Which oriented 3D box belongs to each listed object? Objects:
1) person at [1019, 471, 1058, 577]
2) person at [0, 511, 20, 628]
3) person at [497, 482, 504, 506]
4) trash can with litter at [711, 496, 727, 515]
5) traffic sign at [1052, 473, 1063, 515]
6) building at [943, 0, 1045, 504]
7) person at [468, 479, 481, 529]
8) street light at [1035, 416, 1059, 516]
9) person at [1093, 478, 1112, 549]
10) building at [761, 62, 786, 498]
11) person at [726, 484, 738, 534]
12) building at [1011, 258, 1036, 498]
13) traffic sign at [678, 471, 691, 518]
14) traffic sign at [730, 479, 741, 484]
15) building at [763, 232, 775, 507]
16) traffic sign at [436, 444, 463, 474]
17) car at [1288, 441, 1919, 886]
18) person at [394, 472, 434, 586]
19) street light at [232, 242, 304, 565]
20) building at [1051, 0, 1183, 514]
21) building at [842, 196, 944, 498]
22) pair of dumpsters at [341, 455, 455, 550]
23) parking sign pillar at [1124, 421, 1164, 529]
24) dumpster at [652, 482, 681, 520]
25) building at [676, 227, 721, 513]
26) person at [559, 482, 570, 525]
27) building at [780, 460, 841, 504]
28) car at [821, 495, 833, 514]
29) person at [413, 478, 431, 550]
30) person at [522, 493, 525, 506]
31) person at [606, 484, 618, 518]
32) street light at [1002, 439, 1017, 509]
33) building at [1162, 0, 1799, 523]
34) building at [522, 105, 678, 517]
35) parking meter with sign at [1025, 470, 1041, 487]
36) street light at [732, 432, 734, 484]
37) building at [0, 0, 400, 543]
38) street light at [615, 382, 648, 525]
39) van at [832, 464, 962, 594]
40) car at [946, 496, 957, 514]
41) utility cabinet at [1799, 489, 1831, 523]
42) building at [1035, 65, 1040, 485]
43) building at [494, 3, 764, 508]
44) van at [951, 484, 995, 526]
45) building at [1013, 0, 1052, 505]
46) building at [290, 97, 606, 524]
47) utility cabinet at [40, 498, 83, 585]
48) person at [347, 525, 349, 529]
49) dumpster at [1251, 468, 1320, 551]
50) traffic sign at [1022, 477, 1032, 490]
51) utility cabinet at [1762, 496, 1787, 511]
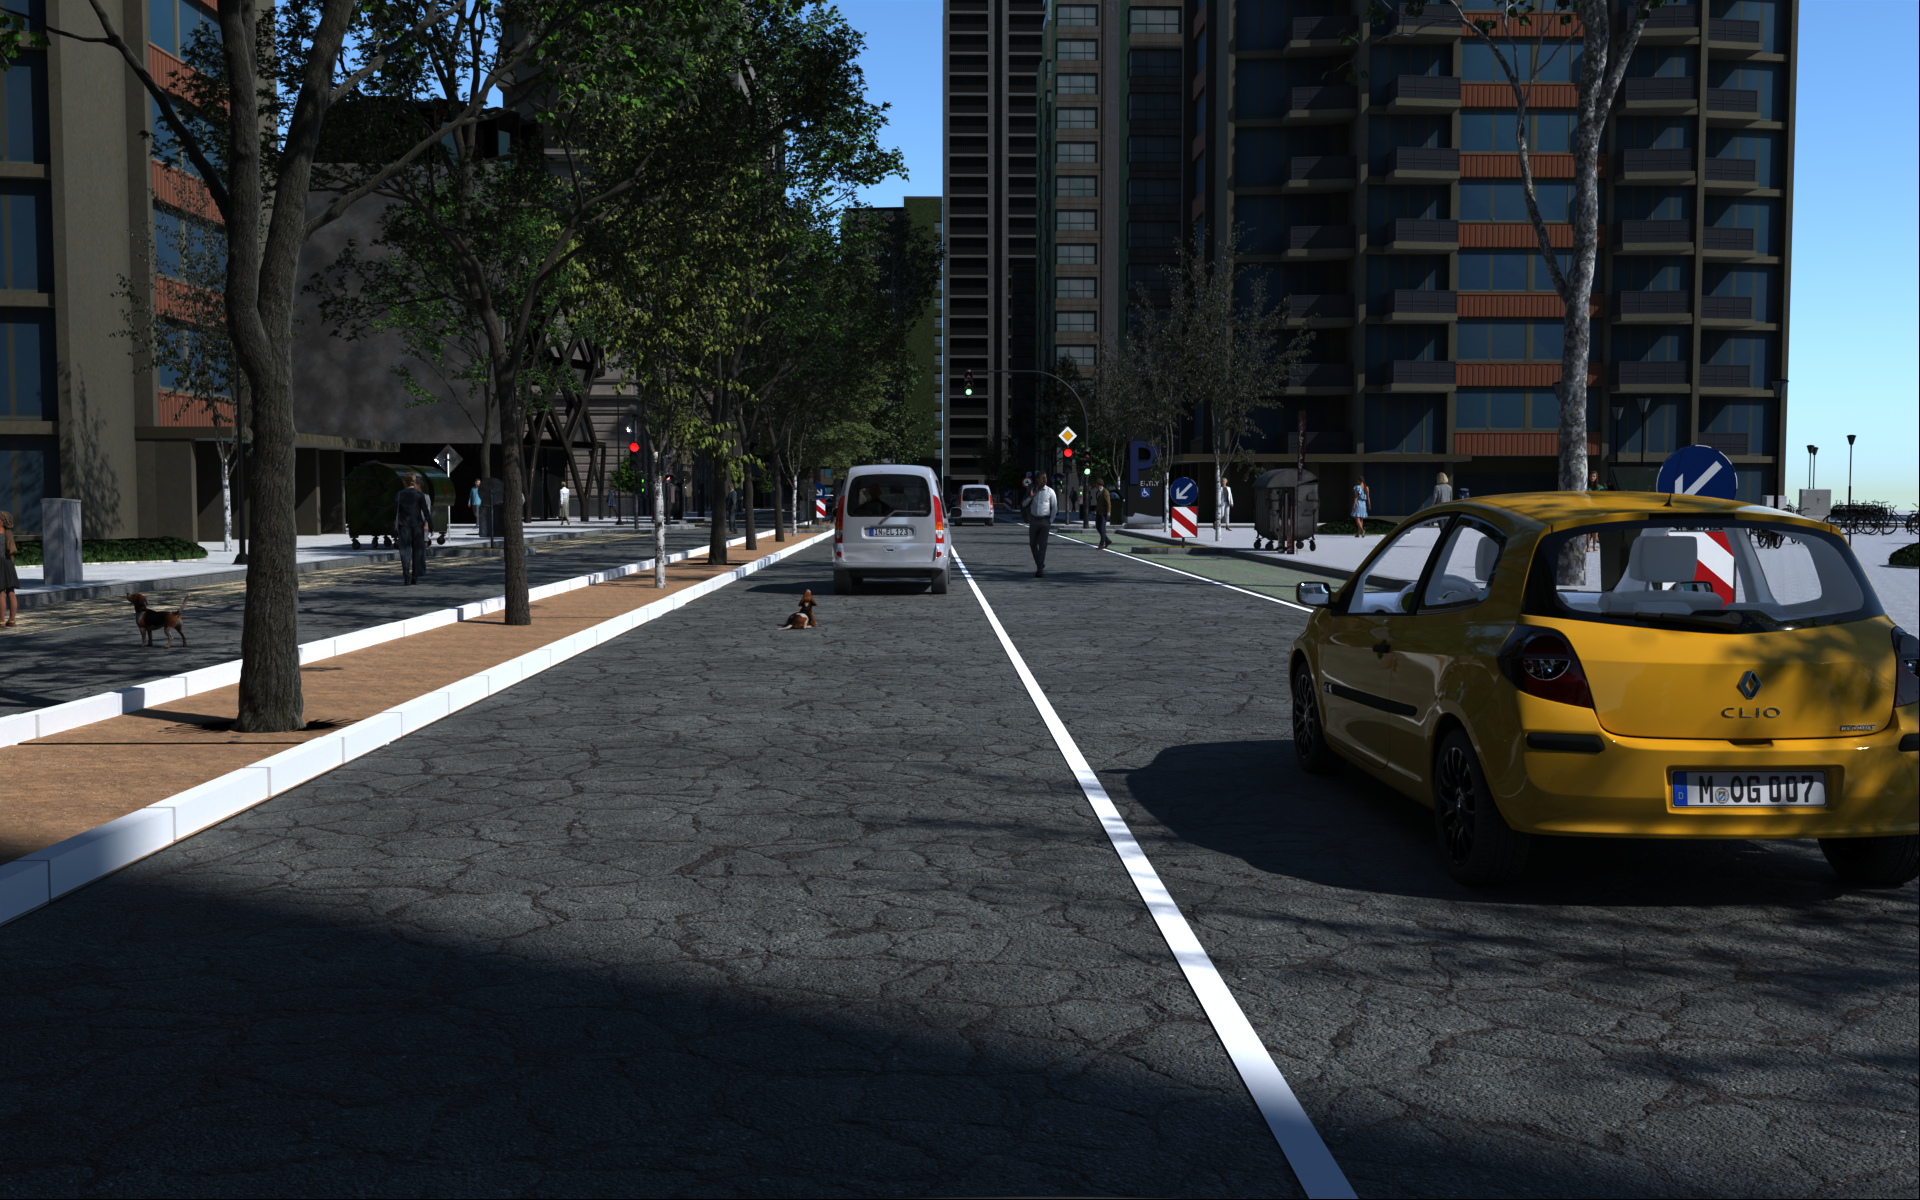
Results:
[{"bbox_3d":[1.359,-1.316,30.110,0.679,1.850,0.850,1,4,15],"label":"person"},{"bbox_3d":[-10.255,-0.325,18.478,0.373,1.253,0.362,1,4,21],"label":"person"},{"bbox_3d":[-15.942,-3.329,60.815,0.721,1.781,0.623,0,4,8],"label":"person"},{"bbox_3d":[-14.798,-5.842,106.910,1.055,1.170,0.624,-3,5,-41],"label":"trash can with litter"},{"bbox_3d":[5.929,-6.406,104.851,0.768,2.556,0.104,0,4,2],"label":"traffic sign"},{"bbox_3d":[7.881,-49.207,242.785,20.611,71.187,20.563,0,4,-1],"label":"building"},{"bbox_3d":[-17.649,-3.525,63.536,0.638,1.841,0.748,2,4,28],"label":"person"},{"bbox_3d":[5.177,-7.981,103.038,1.470,5.913,1.316,0,4,-1],"label":"street light"},{"bbox_3d":[3.692,-2.243,45.087,0.656,1.842,0.836,2,4,33],"label":"person"},{"bbox_3d":[-34.388,-37.550,203.187,27.495,52.752,28.713,0,4,-1],"label":"building"},{"bbox_3d":[-8.296,-3.284,62.374,0.590,1.801,0.661,-1,4,-19],"label":"person"},{"bbox_3d":[13.178,-27.000,213.143,14.160,30.474,14.107,0,4,-1],"label":"building"},{"bbox_3d":[-14.989,-5.756,94.224,0.768,2.556,0.104,0,4,6],"label":"traffic sign"},{"bbox_3d":[-15.466,-7.316,119.343,0.795,2.593,0.064,0,4,7],"label":"traffic sign"},{"bbox_3d":[-26.466,-24.663,174.947,14.160,30.474,14.107,0,4,-1],"label":"building"},{"bbox_3d":[-13.486,-2.809,45.654,0.795,2.593,0.064,0,4,6],"label":"traffic sign"},{"bbox_3d":[2.629,0.150,7.770,2.015,1.641,3.980,0,4,-1],"label":"car"},{"bbox_3d":[-8.599,-1.119,27.225,0.576,1.772,0.534,-3,4,-37],"label":"person"},{"bbox_3d":[-12.541,-3.601,31.414,1.470,5.913,1.316,0,4,-1],"label":"street light"},{"bbox_3d":[14.072,-27.748,137.276,14.154,41.232,14.086,0,4,-1],"label":"building"},{"bbox_3d":[-9.383,-34.023,239.874,14.086,41.232,14.154,0,4,-1],"label":"building"},{"bbox_3d":[-13.445,-2.390,41.565,1.574,2.255,4.437,0,4,-1],"label":"pair of dumpsters"},{"bbox_3d":[6.748,-4.588,63.489,1.447,3.967,1.447,0,4,-6],"label":"parking sign pillar"},{"bbox_3d":[-14.567,-4.898,85.846,1.264,1.857,1.865,0,4,-1],"label":"dumpster"},{"bbox_3d":[-24.854,-20.270,128.686,12.463,27.353,25.104,0,4,-1],"label":"building"},{"bbox_3d":[-16.302,-3.987,71.456,0.478,1.798,0.641,-2,4,-35],"label":"person"},{"bbox_3d":[-31.251,-24.556,246.524,28.899,21.520,27.650,0,4,-1],"label":"building"},{"bbox_3d":[-9.767,-6.839,124.400,1.945,1.354,3.894,0,4,0],"label":"car"},{"bbox_3d":[-10.067,-1.398,32.100,0.466,1.731,0.760,-2,4,-29],"label":"person"},{"bbox_3d":[-16.899,-3.538,66.196,0.795,1.843,0.661,3,4,37],"label":"person"},{"bbox_3d":[-18.772,-5.331,93.304,0.616,1.811,0.778,2,4,27],"label":"person"},{"bbox_3d":[4.179,-10.637,146.453,1.470,5.913,1.316,0,4,-1],"label":"street light"},{"bbox_3d":[23.773,-26.268,84.103,28.867,44.769,22.147,0,4,-1],"label":"building"},{"bbox_3d":[-23.523,-16.971,106.347,11.050,23.489,19.941,0,4,-1],"label":"building"},{"bbox_3d":[5.354,-8.020,127.384,0.543,3.016,1.738,-1,4,-21],"label":"parking meter with sign"},{"bbox_3d":[-14.577,-8.727,115.220,1.470,5.913,1.316,0,4,-1],"label":"street light"},{"bbox_3d":[-33.077,-23.951,46.229,28.867,44.769,22.147,0,4,-1],"label":"building"},{"bbox_3d":[-13.555,-6.055,71.543,1.470,5.913,1.316,0,4,-1],"label":"street light"},{"bbox_3d":[-0.977,-1.173,26.193,2.013,2.044,4.112,0,4,0],"label":"van"},{"bbox_3d":[-0.008,-6.705,122.208,1.945,1.354,3.894,0,4,-3],"label":"car"},{"bbox_3d":[35.674,-3.890,72.280,1.173,1.500,0.318,0,4,4],"label":"utility cabinet"},{"bbox_3d":[14.124,-28.755,153.739,14.154,41.232,14.086,0,4,-1],"label":"building"},{"bbox_3d":[-29.461,-32.572,156.246,21.300,48.544,21.600,0,4,-1],"label":"building"},{"bbox_3d":[0.615,-4.363,78.351,2.013,2.044,4.112,0,4,-2],"label":"van"},{"bbox_3d":[17.815,-53.599,189.022,22.319,86.520,31.000,0,4,-1],"label":"building"},{"bbox_3d":[-25.671,-13.121,81.975,16.820,18.784,16.811,0,4,-1],"label":"building"},{"bbox_3d":[-12.947,-0.846,24.998,0.306,1.237,1.020,-1,4,-14],"label":"utility cabinet"},{"bbox_3d":[-20.965,-3.318,60.397,0.850,1.850,0.679,-1,4,-22],"label":"person"},{"bbox_3d":[7.446,-2.067,39.561,1.264,1.857,1.865,0,4,-1],"label":"dumpster"},{"bbox_3d":[5.019,-7.900,129.267,0.768,2.556,0.104,0,4,2],"label":"traffic sign"},{"bbox_3d":[33.780,-3.713,71.867,1.020,1.237,0.306,-1,4,-16],"label":"utility cabinet"}]
